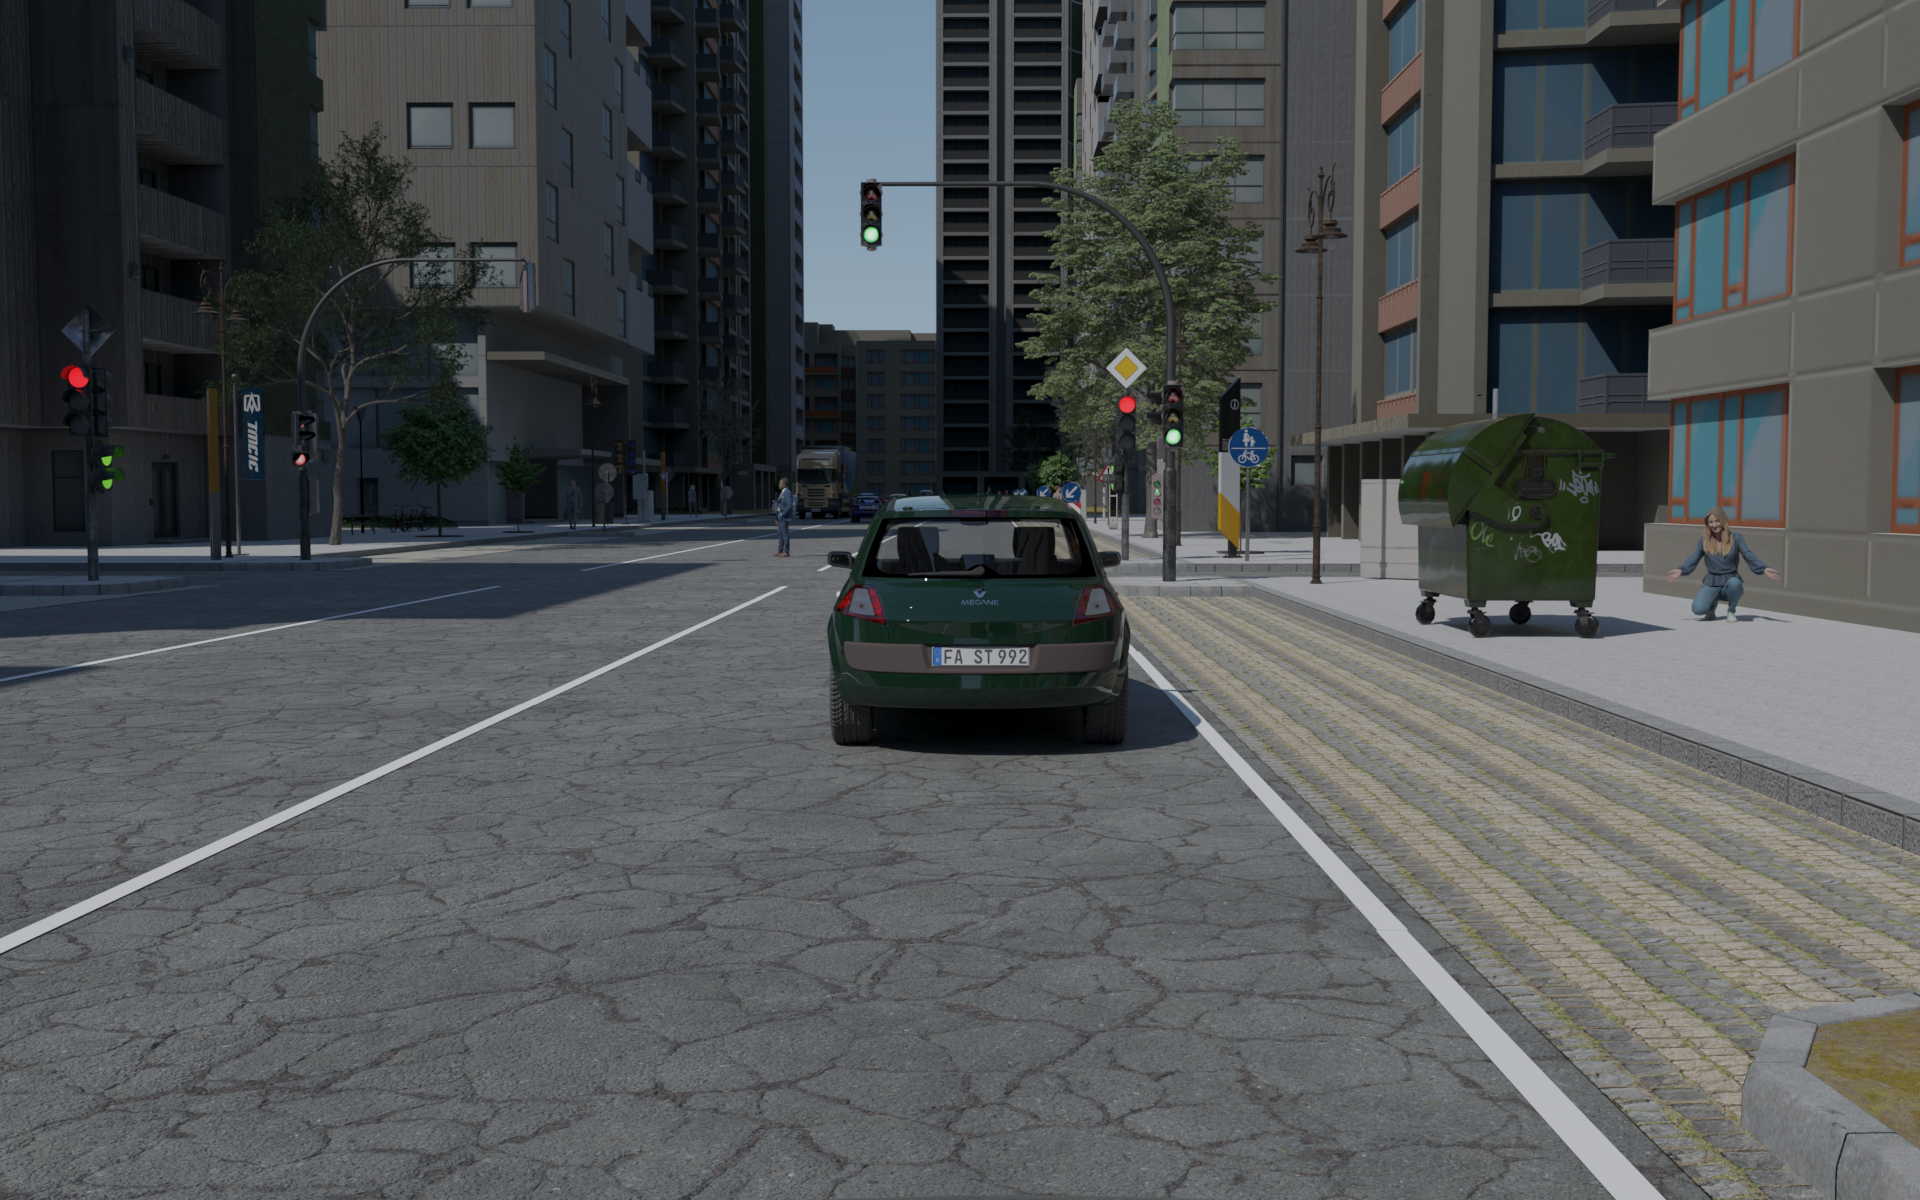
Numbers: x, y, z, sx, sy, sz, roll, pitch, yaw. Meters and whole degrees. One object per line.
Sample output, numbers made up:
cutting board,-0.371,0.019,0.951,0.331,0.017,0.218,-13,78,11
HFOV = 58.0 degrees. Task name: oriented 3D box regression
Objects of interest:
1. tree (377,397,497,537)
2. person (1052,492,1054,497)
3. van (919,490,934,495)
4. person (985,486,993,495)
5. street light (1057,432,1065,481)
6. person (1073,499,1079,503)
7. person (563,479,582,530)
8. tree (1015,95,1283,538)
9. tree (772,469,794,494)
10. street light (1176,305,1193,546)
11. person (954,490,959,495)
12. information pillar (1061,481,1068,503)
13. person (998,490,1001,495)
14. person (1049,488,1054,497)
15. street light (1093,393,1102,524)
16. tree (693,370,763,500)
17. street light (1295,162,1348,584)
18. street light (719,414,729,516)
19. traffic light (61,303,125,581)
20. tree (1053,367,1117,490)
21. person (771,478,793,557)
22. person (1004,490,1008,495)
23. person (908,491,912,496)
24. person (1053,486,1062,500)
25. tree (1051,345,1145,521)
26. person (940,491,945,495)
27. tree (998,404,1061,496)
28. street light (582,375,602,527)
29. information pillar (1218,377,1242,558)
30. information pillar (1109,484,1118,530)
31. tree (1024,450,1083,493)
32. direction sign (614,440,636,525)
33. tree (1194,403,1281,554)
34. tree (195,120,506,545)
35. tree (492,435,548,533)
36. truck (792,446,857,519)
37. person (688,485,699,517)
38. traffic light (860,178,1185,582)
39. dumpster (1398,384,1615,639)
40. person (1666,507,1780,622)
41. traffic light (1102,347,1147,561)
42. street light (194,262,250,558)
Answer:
tree,-15.707,-4.181,52.067,4.285,4.588,4.351,0,3,0
person,9.893,-10.943,188.204,0.721,1.735,1.217,0,4,-3
van,-3.384,-10.532,179.216,2.013,2.044,4.112,0,4,3
person,1.731,-6.077,107.226,0.648,1.900,0.474,0,4,-3
street light,6.295,-8.246,107.609,0.468,5.910,1.993,0,4,1
person,9.968,-8.702,148.766,0.683,1.767,0.568,0,4,-6
person,-14.000,-3.450,62.552,0.694,1.812,0.767,0,4,0
tree,5.493,-8.095,50.478,7.486,12.596,7.792,0,3,0
tree,-14.158,-8.705,136.928,1.663,3.219,1.824,0,3,0
street light,5.395,-4.269,42.582,0.468,5.910,1.993,0,4,1
person,-0.449,-10.156,174.182,1.348,1.869,0.705,3,5,41
information pillar,5.919,-5.713,97.902,0.304,2.012,0.304,-2,4,-25
person,3.168,-8.031,140.616,0.445,1.727,0.742,0,4,2
person,7.942,-8.982,152.840,1.348,1.831,0.705,-1,4,-17
street light,5.877,-6.253,75.027,0.468,5.910,1.993,0,4,1
tree,-14.084,-9.392,103.921,4.360,8.622,3.978,0,3,0
street light,5.092,-3.168,24.578,0.468,5.910,1.993,0,4,1
street light,-13.591,-7.758,99.629,0.468,5.910,1.993,0,4,1
traffic light,-12.817,-2.239,25.535,0.839,4.253,0.868,0,4,1
tree,7.310,-9.255,101.684,4.737,8.622,4.395,0,3,0
person,-4.021,-1.889,39.564,0.419,1.800,0.721,-2,4,-25
person,3.889,-8.083,141.195,0.617,1.759,0.750,-3,5,-40
person,-3.930,-7.951,139.325,0.721,1.723,1.217,-1,4,-9
person,4.254,-3.976,73.854,0.599,1.781,0.374,3,5,42
tree,6.591,-8.027,81.606,4.360,8.622,3.978,0,3,0
person,-1.427,-7.994,140.147,0.756,1.711,0.436,2,4,25
tree,7.437,-15.063,180.693,7.601,10.594,8.767,0,4,7
street light,-14.248,-5.774,67.186,0.468,5.910,1.993,0,4,1
information pillar,5.393,-2.645,34.606,0.504,3.616,0.183,-2,4,-28
information pillar,5.556,-3.556,62.637,0.304,2.012,0.304,1,4,9
tree,7.216,-8.754,126.841,4.285,4.588,4.351,0,3,0
direction sign,-14.030,-4.931,72.619,0.876,3.537,0.379,-1,4,-14
tree,6.132,-2.603,37.155,1.663,3.219,1.824,0,3,0
tree,-15.336,-6.646,43.076,7.601,10.594,8.767,0,4,7
tree,-14.728,-3.840,57.384,1.663,3.219,1.824,0,3,0
truck,-7.927,-6.967,102.828,2.839,4.237,11.283,0,4,3
person,-14.951,-5.550,96.974,0.537,1.800,0.526,3,4,37
traffic light,0.950,-3.090,25.197,4.771,5.953,1.251,0,4,1
dumpster,5.056,-0.835,16.151,1.502,2.255,1.985,0,4,1
person,7.710,-0.358,17.387,1.012,1.151,0.738,3,4,36
traffic light,3.166,-2.714,33.290,0.839,4.253,0.868,0,4,1
street light,-14.731,-3.788,34.721,0.468,5.910,1.993,0,4,1
